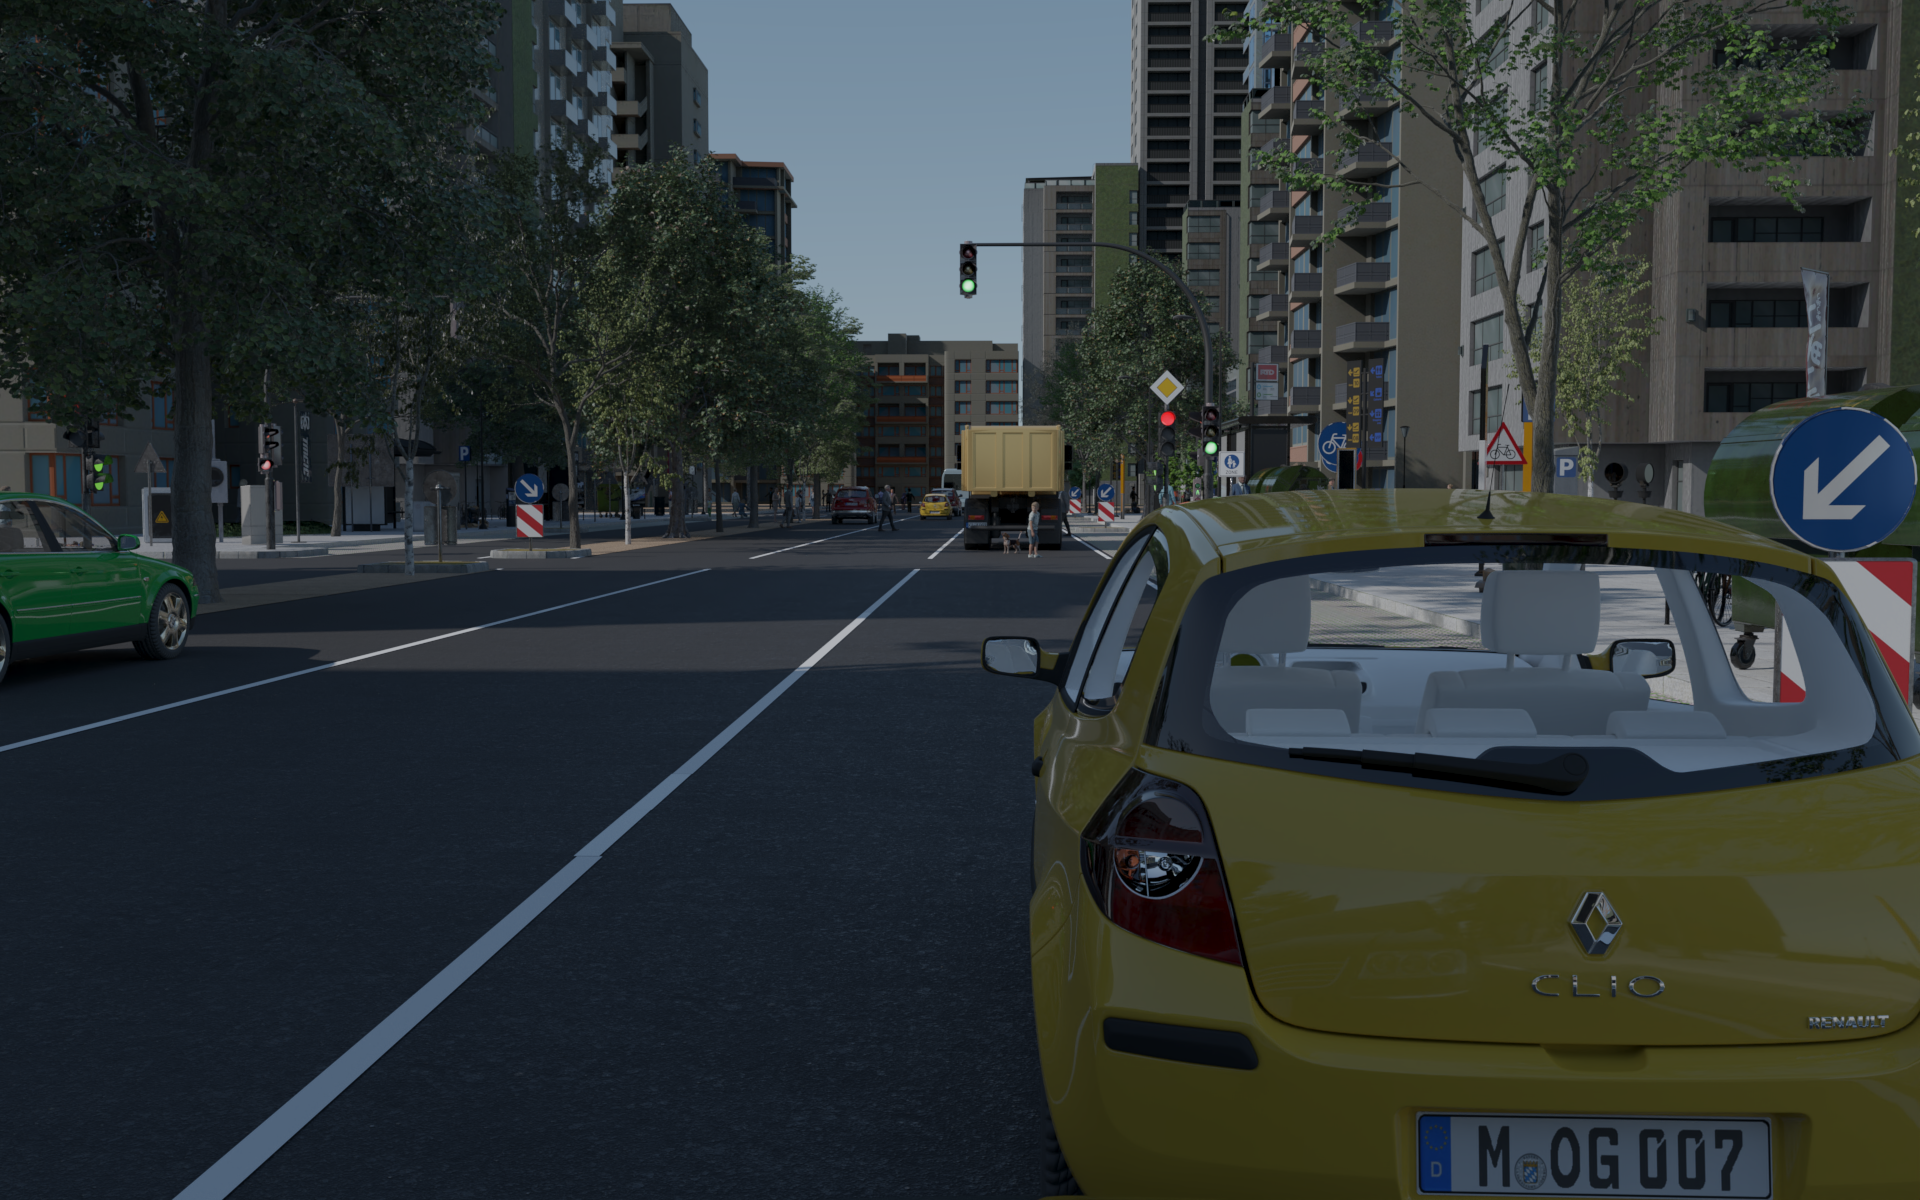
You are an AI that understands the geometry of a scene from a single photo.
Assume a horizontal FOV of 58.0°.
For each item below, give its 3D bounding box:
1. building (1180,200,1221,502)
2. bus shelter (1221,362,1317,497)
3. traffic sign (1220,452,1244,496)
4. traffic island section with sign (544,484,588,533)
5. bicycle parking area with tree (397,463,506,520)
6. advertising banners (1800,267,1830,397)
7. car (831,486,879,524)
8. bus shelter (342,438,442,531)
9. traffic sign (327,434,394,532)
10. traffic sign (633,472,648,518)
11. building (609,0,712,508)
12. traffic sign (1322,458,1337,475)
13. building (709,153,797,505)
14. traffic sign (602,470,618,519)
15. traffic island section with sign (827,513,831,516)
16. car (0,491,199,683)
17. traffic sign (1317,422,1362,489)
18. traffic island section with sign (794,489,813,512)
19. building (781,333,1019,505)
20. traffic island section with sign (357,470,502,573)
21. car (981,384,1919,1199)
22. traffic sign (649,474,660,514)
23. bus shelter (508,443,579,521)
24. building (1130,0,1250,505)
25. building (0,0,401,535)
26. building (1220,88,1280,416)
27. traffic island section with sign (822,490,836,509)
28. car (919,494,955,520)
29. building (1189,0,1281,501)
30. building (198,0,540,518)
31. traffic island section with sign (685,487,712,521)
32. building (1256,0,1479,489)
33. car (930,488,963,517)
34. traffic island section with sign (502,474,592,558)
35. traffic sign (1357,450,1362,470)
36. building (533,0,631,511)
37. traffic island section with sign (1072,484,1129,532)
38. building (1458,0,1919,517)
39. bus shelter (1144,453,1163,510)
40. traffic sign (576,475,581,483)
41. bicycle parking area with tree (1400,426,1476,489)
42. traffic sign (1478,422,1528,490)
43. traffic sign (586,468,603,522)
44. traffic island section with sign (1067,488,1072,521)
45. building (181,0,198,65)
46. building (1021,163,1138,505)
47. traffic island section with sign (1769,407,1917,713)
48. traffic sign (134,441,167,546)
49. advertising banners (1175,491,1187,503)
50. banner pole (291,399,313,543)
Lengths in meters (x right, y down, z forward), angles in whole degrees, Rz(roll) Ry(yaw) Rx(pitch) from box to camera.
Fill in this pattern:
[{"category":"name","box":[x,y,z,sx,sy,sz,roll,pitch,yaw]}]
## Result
[{"category":"building","box":[28.820,-24.481,171.964,14.160,30.474,14.107,0,4,1]},{"category":"bus shelter","box":[8.617,-4.463,50.603,2.179,5.291,8.768,0,4,1]},{"category":"traffic sign","box":[6.539,-2.423,41.743,0.606,2.300,0.079,0,4,5]},{"category":"traffic island section with sign","box":[-14.966,-3.422,64.579,1.989,1.847,2.006,0,4,1]},{"category":"bicycle parking area with tree","box":[-26.533,-6.023,85.471,8.231,4.147,9.016,0,4,8]},{"category":"advertising banners","box":[7.244,-1.097,14.130,2.074,3.025,0.090,-3,5,-42]},{"category":"car","box":[-5.074,-4.584,83.626,2.281,1.827,5.304,0,3,0]},{"category":"bus shelter","box":[-20.404,-4.160,61.946,2.014,3.302,5.546,0,4,2]},{"category":"traffic sign","box":[-20.243,-3.954,58.523,2.265,3.308,0.079,0,4,2]},{"category":"traffic sign","box":[-17.315,-5.732,93.716,0.884,2.594,0.081,0,4,8]},{"category":"building","box":[-36.788,-33.402,169.817,21.600,48.544,21.300,0,4,1]},{"category":"traffic sign","box":[8.924,-2.498,40.953,0.768,2.556,0.104,0,4,5]},{"category":"building","box":[-35.922,-34.655,221.227,28.867,44.769,22.147,0,4,1]},{"category":"traffic sign","box":[-18.344,-5.550,90.746,0.884,2.594,0.081,0,4,3]},{"category":"traffic island section with sign","box":[-7.741,-6.512,114.603,2.006,1.907,1.989,0,4,1]},{"category":"car","box":[-7.745,-0.297,13.647,1.959,1.807,4.718,0,4,2]},{"category":"traffic sign","box":[6.696,-1.867,30.633,0.768,2.556,0.104,0,4,7]},{"category":"traffic island section with sign","box":[-13.025,-8.140,141.710,1.989,1.847,2.006,0,4,1]},{"category":"building","box":[-6.994,-23.138,223.348,28.899,21.520,27.650,0,4,1]},{"category":"traffic island section with sign","box":[-9.832,-1.465,32.084,2.006,1.907,1.989,0,4,1]},{"category":"car","box":[1.042,0.349,4.515,2.015,1.641,3.980,0,4,3]},{"category":"traffic sign","box":[-18.873,-6.536,106.969,0.768,2.556,0.104,1,4,10]},{"category":"bus shelter","box":[-19.113,-5.408,79.710,1.731,3.624,6.357,0,4,1]},{"category":"building","box":[32.289,-47.662,217.522,20.611,71.187,20.563,0,4,1]},{"category":"building","box":[-39.946,-13.456,65.046,27.650,21.520,28.899,0,4,1]},{"category":"building","box":[27.214,-21.709,126.651,14.160,30.474,14.107,0,4,1]},{"category":"traffic island section with sign","box":[-12.342,-9.788,168.657,1.989,1.847,2.006,0,4,1]},{"category":"car","box":[-1.319,-5.296,96.815,2.015,1.641,3.980,0,4,2]},{"category":"building","box":[32.647,-51.049,147.322,22.319,86.520,31.000,0,4,1]},{"category":"building","box":[-32.129,-25.217,95.891,14.154,41.232,14.086,0,4,1]},{"category":"traffic island section with sign","box":[-14.271,-5.102,92.046,1.989,1.847,2.006,0,4,1]},{"category":"building","box":[28.815,-27.119,98.012,22.147,44.769,28.867,0,4,1]},{"category":"car","box":[-1.002,-6.323,112.052,2.281,1.827,5.304,0,4,3]},{"category":"traffic island section with sign","box":[-9.635,-1.918,39.489,2.006,1.907,1.989,0,4,1]},{"category":"traffic sign","box":[9.627,-2.632,43.133,0.768,2.556,0.104,0,4,5]},{"category":"building","box":[-38.650,-31.248,130.516,23.786,49.044,30.456,0,4,1]},{"category":"traffic island section with sign","box":[5.379,-3.486,65.618,1.989,1.847,2.006,0,4,1]},{"category":"building","box":[25.426,-17.471,57.355,14.107,30.474,14.160,0,4,1]},{"category":"bus shelter","box":[11.039,-6.459,96.886,1.731,3.624,6.357,0,4,2]},{"category":"traffic sign","box":[-18.679,-5.097,83.344,0.884,2.594,0.081,0,4,7]},{"category":"bicycle parking area with tree","box":[19.677,-5.117,70.668,9.016,4.147,8.231,0,4,-4]},{"category":"traffic sign","box":[9.773,-1.911,31.253,0.884,2.594,0.081,0,4,4]},{"category":"traffic sign","box":[-16.822,-4.871,79.746,0.768,2.556,0.104,0,4,4]},{"category":"traffic island section with sign","box":[6.091,-5.206,93.744,1.989,1.847,2.006,0,4,1]},{"category":"building","box":[-62.633,-38.402,169.864,28.212,58.520,21.231,0,4,1]},{"category":"building","box":[14.775,-32.600,216.608,14.086,41.232,14.154,0,4,1]},{"category":"traffic island section with sign","box":[3.935,-0.003,8.670,1.989,1.847,2.006,0,4,1]},{"category":"traffic sign","box":[-19.899,-2.602,42.543,0.884,2.594,0.081,1,4,10]},{"category":"advertising banners","box":[11.261,-5.749,90.180,0.090,3.025,2.074,-1,4,-21]},{"category":"banner pole","box":[-17.388,-3.412,45.801,0.401,3.779,0.863,1,4,14]}]
